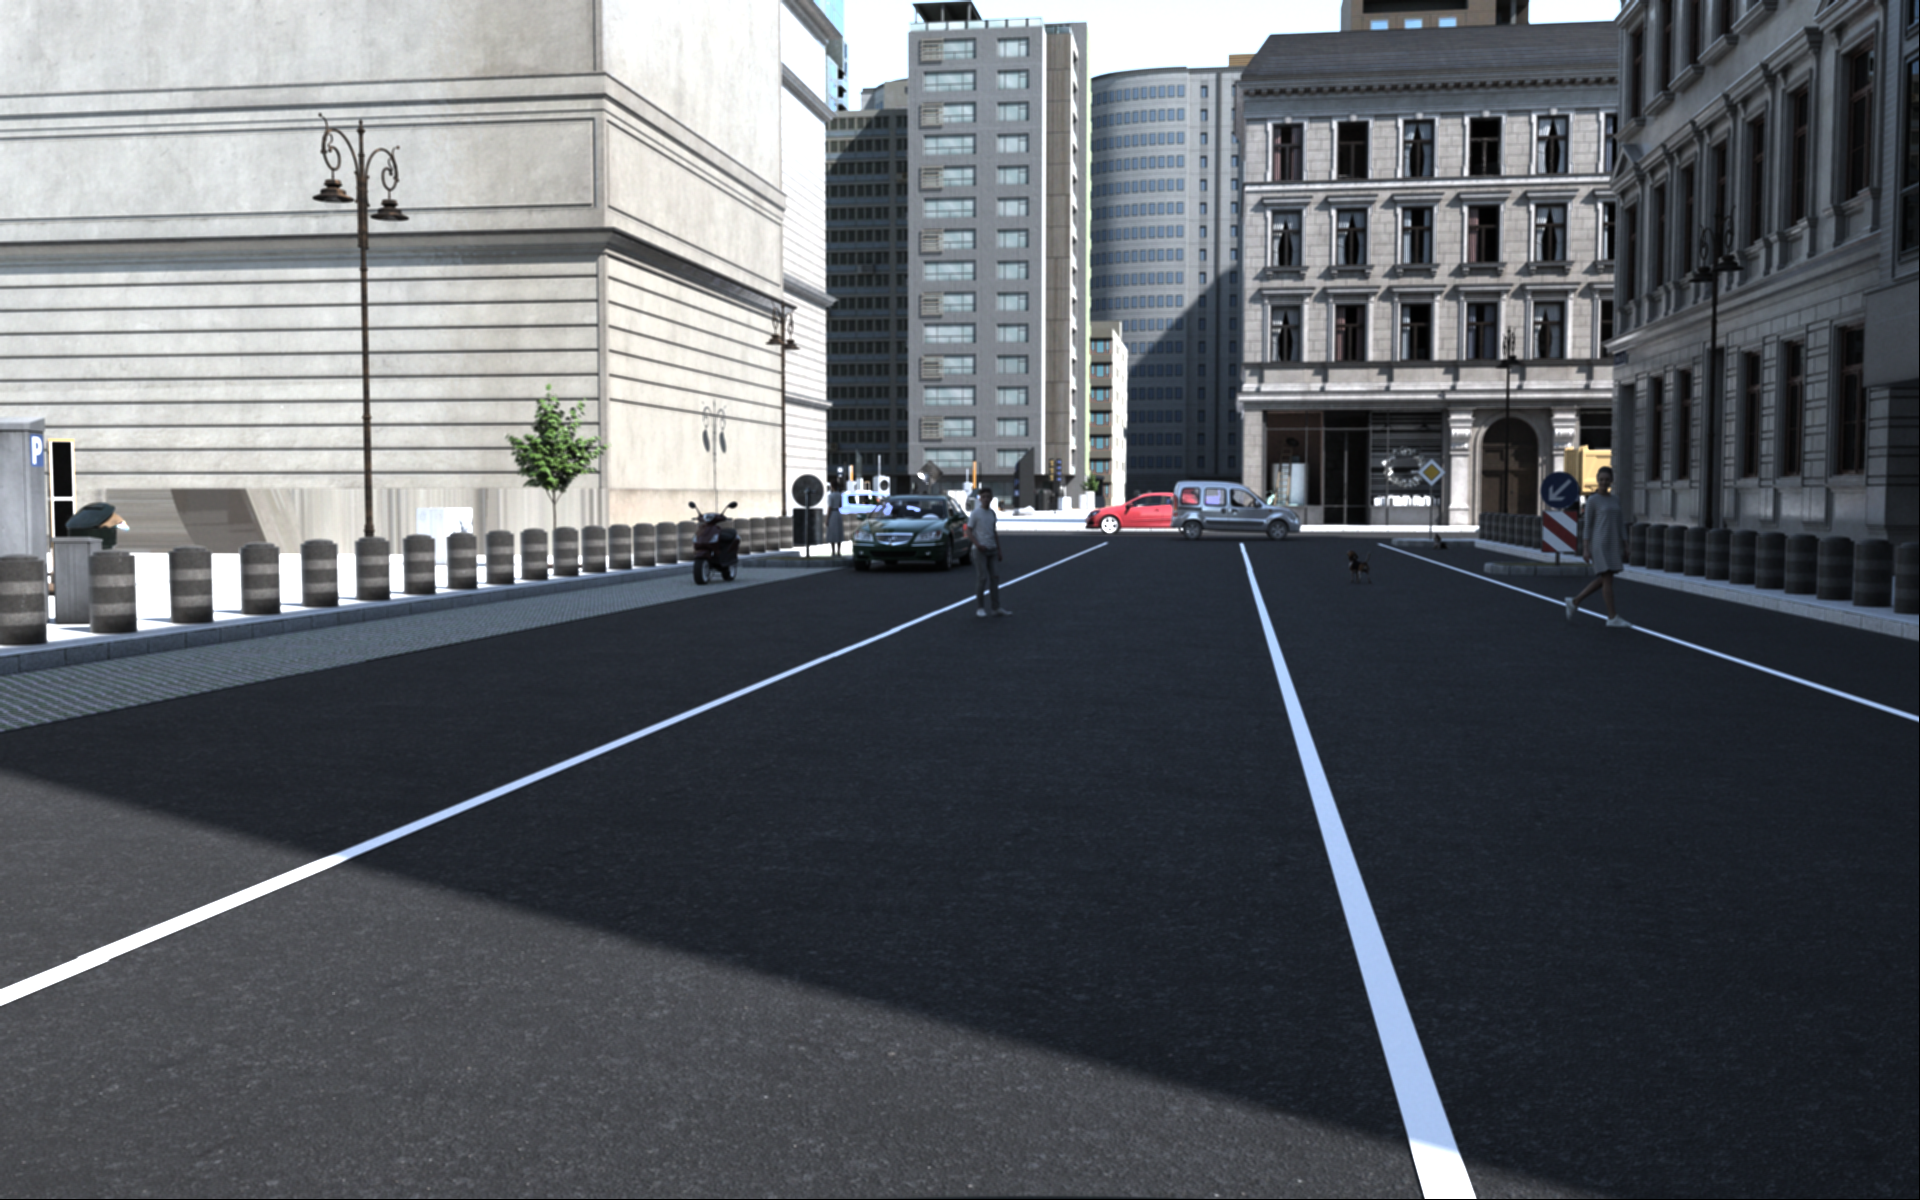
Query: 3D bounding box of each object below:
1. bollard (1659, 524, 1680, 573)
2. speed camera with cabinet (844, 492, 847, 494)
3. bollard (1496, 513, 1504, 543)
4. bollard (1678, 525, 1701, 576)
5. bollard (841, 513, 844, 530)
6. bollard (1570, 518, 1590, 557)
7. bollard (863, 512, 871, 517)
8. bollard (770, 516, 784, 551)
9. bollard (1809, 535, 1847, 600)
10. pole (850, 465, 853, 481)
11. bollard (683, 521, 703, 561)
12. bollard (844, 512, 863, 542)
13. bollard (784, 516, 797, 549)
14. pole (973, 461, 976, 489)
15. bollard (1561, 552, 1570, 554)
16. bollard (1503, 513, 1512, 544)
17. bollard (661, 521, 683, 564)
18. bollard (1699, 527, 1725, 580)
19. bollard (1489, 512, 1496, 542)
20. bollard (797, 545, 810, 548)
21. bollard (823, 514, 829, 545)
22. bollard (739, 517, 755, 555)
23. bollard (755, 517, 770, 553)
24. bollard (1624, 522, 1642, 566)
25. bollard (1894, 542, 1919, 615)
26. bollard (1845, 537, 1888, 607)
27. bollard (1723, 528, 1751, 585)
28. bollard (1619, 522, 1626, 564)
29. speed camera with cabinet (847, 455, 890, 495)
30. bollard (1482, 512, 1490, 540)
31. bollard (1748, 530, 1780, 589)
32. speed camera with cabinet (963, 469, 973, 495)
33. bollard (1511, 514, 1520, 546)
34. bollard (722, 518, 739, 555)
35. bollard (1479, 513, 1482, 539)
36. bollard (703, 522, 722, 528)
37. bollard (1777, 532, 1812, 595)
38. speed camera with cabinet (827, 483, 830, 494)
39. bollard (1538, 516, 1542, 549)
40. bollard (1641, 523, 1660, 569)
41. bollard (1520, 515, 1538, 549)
[{"bbox_3d":[11.764,-0.837,28.398,0.404,0.777,0.398,0,3,0],"label":"bollard"},{"bbox_3d":[-7.728,-7.694,120.133,0.660,3.252,2.038,1,4,17],"label":"speed camera with cabinet"},{"bbox_3d":[14.389,-1.883,45.509,0.404,0.777,0.398,0,3,0],"label":"bollard"},{"bbox_3d":[11.577,-0.761,27.167,0.404,0.777,0.398,0,3,0],"label":"bollard"},{"bbox_3d":[-3.358,-1.877,45.400,0.404,0.777,0.398,0,3,0],"label":"bollard"},{"bbox_3d":[12.888,-1.285,35.722,0.404,0.777,0.398,0,3,0],"label":"bollard"},{"bbox_3d":[-2.796,-2.101,49.065,0.404,0.777,0.398,0,3,0],"label":"bollard"},{"bbox_3d":[-4.292,-1.504,39.302,0.404,0.777,0.398,0,3,0],"label":"bollard"},{"bbox_3d":[10.643,-0.387,21.052,0.404,0.777,0.398,0,3,0],"label":"bollard"},{"bbox_3d":[-7.655,-7.857,122.297,0.158,3.312,0.155,0,3,0],"label":"pole"},{"bbox_3d":[-5.226,-1.130,33.192,0.404,0.777,0.398,0,3,0],"label":"bollard"},{"bbox_3d":[-2.983,-2.026,47.837,0.404,0.777,0.398,0,3,0],"label":"bollard"},{"bbox_3d":[-4.108,-1.578,40.523,0.404,0.777,0.398,0,3,0],"label":"bollard"},{"bbox_3d":[0.889,-6.978,107.935,0.158,3.312,0.155,0,3,0],"label":"pole"},{"bbox_3d":[13.080,-1.359,36.941,0.404,0.777,0.398,0,3,0],"label":"bollard"},{"bbox_3d":[14.198,-1.808,44.283,0.404,0.777,0.398,0,3,0],"label":"bollard"},{"bbox_3d":[-5.416,-1.054,31.950,0.404,0.777,0.398,0,3,0],"label":"bollard"},{"bbox_3d":[11.390,-0.687,25.948,0.404,0.777,0.398,0,3,0],"label":"bollard"},{"bbox_3d":[14.579,-1.958,46.727,0.404,0.777,0.398,0,3,0],"label":"bollard"},{"bbox_3d":[-3.918,-1.653,41.741,0.404,0.777,0.398,0,3,0],"label":"bollard"},{"bbox_3d":[-3.544,-1.802,44.181,0.404,0.777,0.398,0,3,0],"label":"bollard"},{"bbox_3d":[-4.664,-1.355,36.864,0.404,0.777,0.398,0,3,0],"label":"bollard"},{"bbox_3d":[-4.476,-1.429,38.082,0.404,0.777,0.398,0,3,0],"label":"bollard"},{"bbox_3d":[12.143,-0.987,30.847,0.404,0.777,0.398,0,3,0],"label":"bollard"},{"bbox_3d":[10.267,-0.238,18.605,0.404,0.777,0.398,0,3,0],"label":"bollard"},{"bbox_3d":[10.453,-0.312,19.824,0.404,0.777,0.398,0,3,0],"label":"bollard"},{"bbox_3d":[11.208,-0.612,24.720,0.404,0.777,0.398,0,3,0],"label":"bollard"},{"bbox_3d":[12.334,-1.061,32.065,0.404,0.777,0.398,0,3,0],"label":"bollard"},{"bbox_3d":[-4.516,-5.660,86.876,2.038,3.252,0.660,-3,4,-37],"label":"speed camera with cabinet"},{"bbox_3d":[14.758,-2.032,47.947,0.404,0.777,0.398,0,3,0],"label":"bollard"},{"bbox_3d":[11.016,-0.537,23.502,0.404,0.777,0.398,0,3,0],"label":"bollard"},{"bbox_3d":[1.276,-8.643,135.652,2.038,3.252,0.660,1,4,20],"label":"speed camera with cabinet"},{"bbox_3d":[14.013,-1.733,43.057,0.404,0.777,0.398,0,3,0],"label":"bollard"},{"bbox_3d":[-4.852,-1.280,35.645,0.404,0.777,0.398,0,3,0],"label":"bollard"},{"bbox_3d":[14.948,-2.107,49.169,0.404,0.777,0.398,0,3,0],"label":"bollard"},{"bbox_3d":[-5.037,-1.205,34.412,0.404,0.777,0.398,0,3,0],"label":"bollard"},{"bbox_3d":[10.836,-0.463,22.283,0.404,0.777,0.398,0,3,0],"label":"bollard"},{"bbox_3d":[-10.776,-8.530,133.798,0.660,3.252,2.038,2,4,28],"label":"speed camera with cabinet"},{"bbox_3d":[13.454,-1.509,39.394,0.404,0.777,0.398,0,3,0],"label":"bollard"},{"bbox_3d":[11.951,-0.911,29.617,0.404,0.777,0.398,0,3,0],"label":"bollard"},{"bbox_3d":[13.826,-1.659,41.833,0.404,0.777,0.398,0,3,0],"label":"bollard"}]
